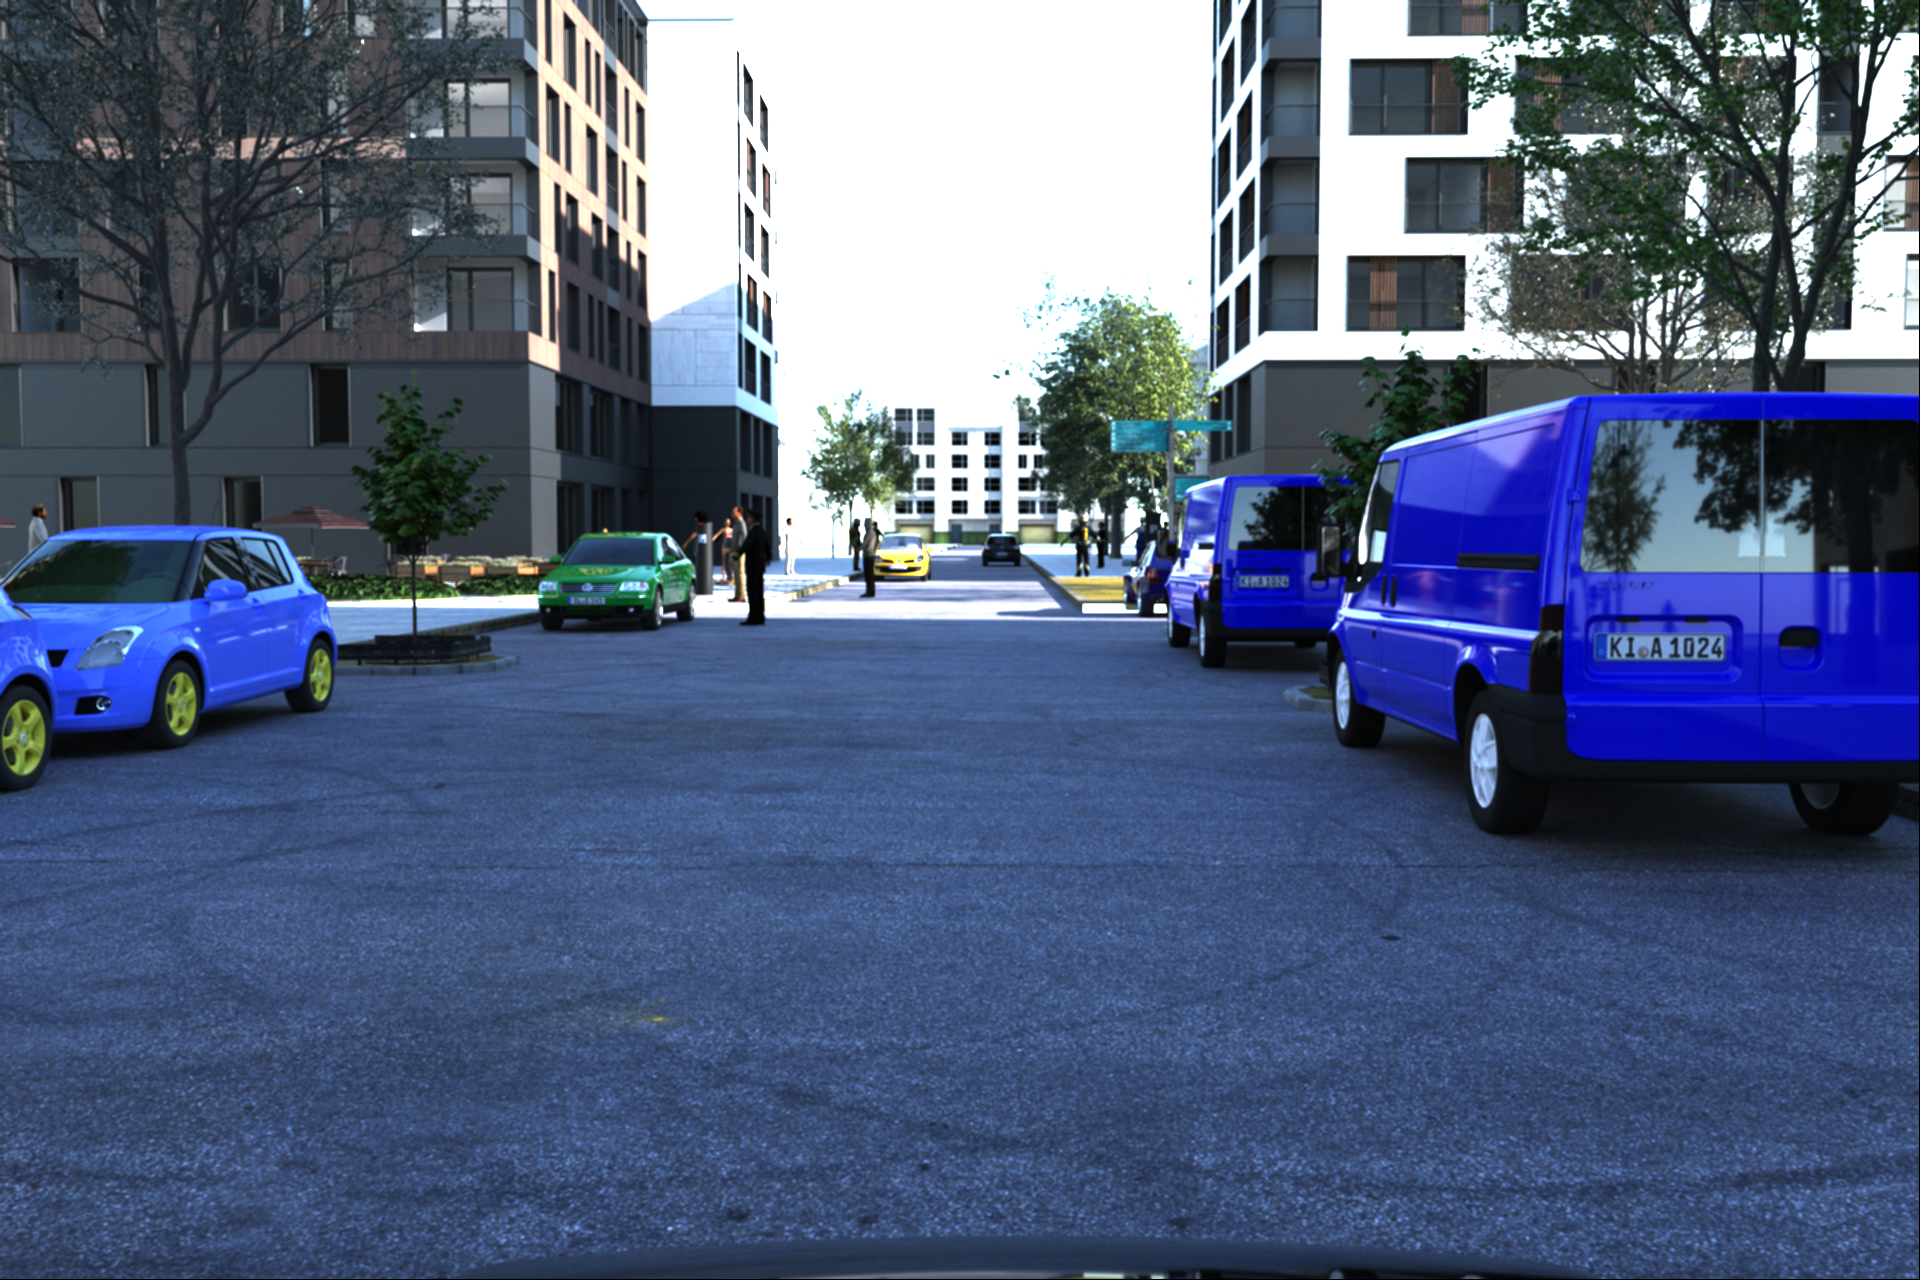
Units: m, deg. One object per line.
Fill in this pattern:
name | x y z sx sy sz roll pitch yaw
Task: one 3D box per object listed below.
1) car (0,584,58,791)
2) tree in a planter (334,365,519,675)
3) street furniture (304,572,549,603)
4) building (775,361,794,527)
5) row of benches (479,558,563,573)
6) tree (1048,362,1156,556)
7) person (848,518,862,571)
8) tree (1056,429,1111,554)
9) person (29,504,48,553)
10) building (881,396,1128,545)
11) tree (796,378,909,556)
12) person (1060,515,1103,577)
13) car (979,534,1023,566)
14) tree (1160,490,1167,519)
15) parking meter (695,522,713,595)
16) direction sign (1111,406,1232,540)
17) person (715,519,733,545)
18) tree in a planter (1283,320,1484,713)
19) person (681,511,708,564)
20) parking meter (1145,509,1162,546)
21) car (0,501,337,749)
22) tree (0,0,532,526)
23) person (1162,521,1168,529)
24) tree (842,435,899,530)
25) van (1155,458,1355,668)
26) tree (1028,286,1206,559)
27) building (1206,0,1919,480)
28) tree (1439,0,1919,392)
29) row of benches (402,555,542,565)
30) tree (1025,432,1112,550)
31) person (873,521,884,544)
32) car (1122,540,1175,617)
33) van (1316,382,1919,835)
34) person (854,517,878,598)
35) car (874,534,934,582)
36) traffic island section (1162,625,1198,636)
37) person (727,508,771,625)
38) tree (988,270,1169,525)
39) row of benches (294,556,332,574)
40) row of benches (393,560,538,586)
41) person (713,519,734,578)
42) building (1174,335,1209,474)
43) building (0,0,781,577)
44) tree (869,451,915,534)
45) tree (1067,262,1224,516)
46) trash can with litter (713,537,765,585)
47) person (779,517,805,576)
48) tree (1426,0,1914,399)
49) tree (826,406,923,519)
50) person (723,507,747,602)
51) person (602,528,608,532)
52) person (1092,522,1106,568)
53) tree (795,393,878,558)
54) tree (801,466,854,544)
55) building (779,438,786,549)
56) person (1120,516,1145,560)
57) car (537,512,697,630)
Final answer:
car | -6.089 0.072 8.412 1.945 1.707 3.694 0 4 1
tree in a planter | -5.853 -1.301 18.498 1.991 3.239 1.994 0 4 1
street furniture | -13.091 -1.201 35.265 10.072 0.657 5.734 0 4 2
building | -24.661 -20.398 189.923 16.016 20.090 11.380 0 4 1
row of benches | -10.490 -1.769 44.392 4.104 0.672 1.422 1 4 13
tree | 8.739 -10.760 101.675 9.928 11.665 9.643 0 3 0
person | -3.585 -3.348 60.516 0.705 1.858 1.354 0 4 -1
tree | 8.566 -9.882 111.927 4.360 8.622 3.978 0 3 0
person | -16.507 -1.532 31.133 0.704 1.819 1.344 -3 4 -36
building | 5.464 -22.046 229.364 31.486 18.905 16.747 0 4 -2
tree | -6.247 -10.294 102.717 7.601 10.594 8.767 -3 5 -40
person | 3.682 -2.827 52.001 1.354 1.856 0.705 -1 4 -13
car | 1.867 -4.202 78.490 2.009 1.686 4.222 0 4 1
tree | 30.519 -19.544 226.193 9.857 13.997 8.962 0 3 0
parking meter | -5.368 -1.707 36.321 0.372 1.533 0.369 0 3 0
direction sign | 4.404 -2.876 35.788 2.525 3.948 1.411 0 4 2
person | -7.998 -3.312 60.376 1.346 1.802 0.704 1 4 22
tree in a planter | 3.782 -1.057 14.511 1.991 3.239 1.994 0 4 1
person | -6.196 -2.143 41.185 0.704 1.843 1.345 1 4 21
parking meter | 4.519 -2.124 40.443 0.399 1.863 0.255 0 4 0
car | -6.012 -0.190 12.702 1.945 1.707 3.694 0 4 1
tree | -11.049 -6.981 24.508 12.009 13.543 11.850 0 3 0
person | 8.291 -3.885 69.658 0.704 1.812 1.346 -2 4 -24
tree | -6.023 -10.133 116.029 4.737 8.622 4.395 0 3 0
van | 3.555 -0.969 20.233 2.240 2.365 5.245 0 4 0
tree | 8.251 -11.254 90.666 9.857 13.997 8.962 0 3 0
building | 23.258 -13.616 66.592 27.936 21.610 32.646 0 4 1
tree | 9.761 -5.794 20.491 9.928 11.665 9.643 0 3 0
row of benches | -14.021 -2.091 49.655 4.104 0.672 1.422 0 3 0
tree | 9.263 -12.415 137.396 8.767 10.594 7.601 0 4 6
person | -3.381 -3.905 70.031 0.705 1.806 1.347 3 5 41
car | 3.946 -1.143 31.275 1.945 1.354 3.894 0 3 0
van | 3.462 -0.338 9.906 2.240 2.365 5.245 0 4 1
person | -2.091 -1.871 39.184 0.705 1.813 1.348 1 4 15
car | -1.796 -2.644 53.459 2.015 1.641 3.980 0 4 1
traffic island section | 3.964 -0.138 25.117 1.991 0.108 1.994 0 4 0
person | -3.259 -1.157 27.303 0.705 1.837 1.347 1 4 20
tree | 8.390 -16.405 124.117 12.611 20.169 13.585 0 3 0
row of benches | -19.320 -1.940 47.181 4.104 0.672 1.422 -1 4 -15
row of benches | -11.567 -1.512 40.184 4.104 0.672 1.422 2 4 29
person | -6.699 -2.651 50.147 1.217 1.733 0.721 -2 4 -32
building | 24.930 -18.789 163.615 16.016 20.090 11.380 0 4 1
building | -22.906 -13.650 67.149 27.936 21.610 32.646 0 4 1
tree | -6.199 -11.283 134.841 4.360 8.622 3.978 0 3 0
tree | 5.193 -5.874 46.400 4.737 8.622 4.395 0 3 0
trash can with litter | -5.740 -2.033 44.290 1.678 1.210 2.233 0 4 0
person | -5.199 -2.870 53.111 0.705 1.806 1.347 2 4 26
tree | 15.315 -7.832 38.421 12.009 13.543 11.850 0 3 0
tree | -6.101 -11.560 123.422 8.767 10.594 7.601 3 4 37
person | -4.194 -1.610 32.591 0.705 1.796 1.348 -1 4 -21
person | -9.520 -2.269 46.370 0.991 1.433 0.599 0 4 0
person | 5.238 -3.585 65.337 0.721 1.740 1.216 -1 4 -16
tree | -6.470 -8.620 91.301 4.737 8.622 4.395 0 3 0
tree | -17.470 -18.023 229.090 7.601 10.594 8.767 0 4 -5
building | -20.209 -13.116 156.599 9.099 9.664 28.070 0 4 2
person | 5.601 -2.902 53.310 1.347 1.847 0.705 0 4 0
car | -5.326 -1.129 27.252 1.959 1.807 4.718 0 4 1
